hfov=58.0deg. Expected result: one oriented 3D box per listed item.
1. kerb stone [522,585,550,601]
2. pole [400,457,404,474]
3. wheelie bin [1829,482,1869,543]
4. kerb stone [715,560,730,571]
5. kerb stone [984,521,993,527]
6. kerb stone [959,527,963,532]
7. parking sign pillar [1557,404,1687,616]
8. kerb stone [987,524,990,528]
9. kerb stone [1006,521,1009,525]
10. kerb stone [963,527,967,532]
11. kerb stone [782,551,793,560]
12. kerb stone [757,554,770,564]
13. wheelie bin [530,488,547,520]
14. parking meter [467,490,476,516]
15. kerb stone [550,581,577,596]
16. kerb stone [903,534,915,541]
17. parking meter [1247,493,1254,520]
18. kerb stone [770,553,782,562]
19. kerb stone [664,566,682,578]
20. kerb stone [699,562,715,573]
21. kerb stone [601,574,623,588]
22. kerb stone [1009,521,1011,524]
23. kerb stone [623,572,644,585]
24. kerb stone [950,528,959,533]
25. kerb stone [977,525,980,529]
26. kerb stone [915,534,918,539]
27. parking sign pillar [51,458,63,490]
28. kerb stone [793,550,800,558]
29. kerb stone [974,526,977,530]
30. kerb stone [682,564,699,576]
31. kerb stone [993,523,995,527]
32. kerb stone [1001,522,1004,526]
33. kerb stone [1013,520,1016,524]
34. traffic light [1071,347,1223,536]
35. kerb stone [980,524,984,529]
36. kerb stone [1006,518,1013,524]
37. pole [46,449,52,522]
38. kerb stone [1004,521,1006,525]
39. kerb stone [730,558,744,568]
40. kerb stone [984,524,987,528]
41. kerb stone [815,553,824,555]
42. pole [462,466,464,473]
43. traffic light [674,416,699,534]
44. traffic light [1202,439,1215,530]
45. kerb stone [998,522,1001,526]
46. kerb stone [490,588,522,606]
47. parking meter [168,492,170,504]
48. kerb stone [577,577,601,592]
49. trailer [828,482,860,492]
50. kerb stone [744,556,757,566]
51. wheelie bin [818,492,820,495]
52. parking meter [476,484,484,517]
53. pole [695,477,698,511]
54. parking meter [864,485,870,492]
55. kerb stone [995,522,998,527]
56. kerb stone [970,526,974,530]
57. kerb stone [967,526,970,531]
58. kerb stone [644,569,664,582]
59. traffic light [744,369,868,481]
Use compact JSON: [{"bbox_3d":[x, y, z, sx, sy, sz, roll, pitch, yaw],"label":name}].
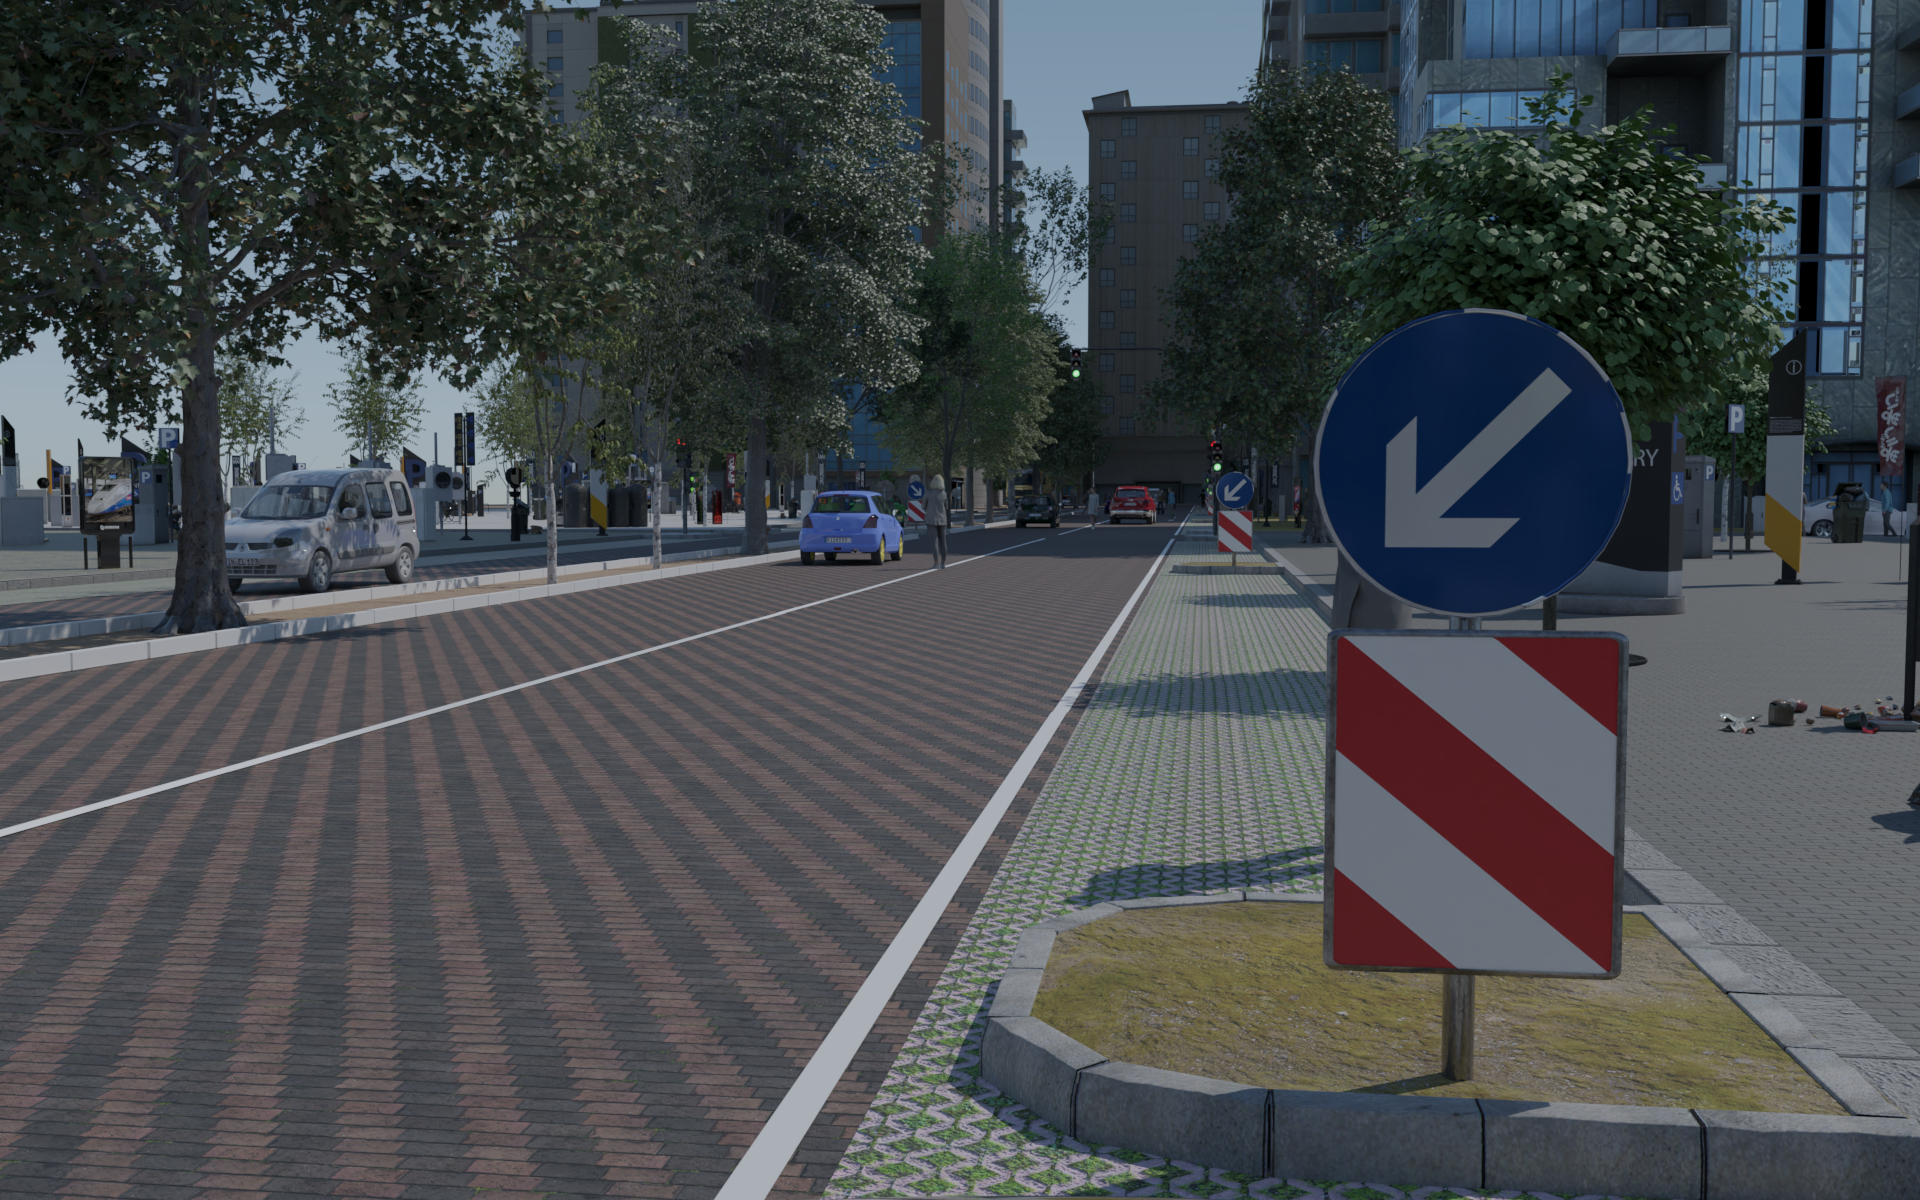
[{"bbox_3d":[-5.879,-0.090,23.669,0.120,0.150,1.000,0,4,8],"label":"kerb stone"},{"bbox_3d":[-30.311,-6.134,94.140,0.158,3.312,0.155,0,3,0],"label":"pole"},{"bbox_3d":[23.398,-2.300,45.508,0.980,1.594,0.693,0,4,-2],"label":"wheelie bin"},{"bbox_3d":[-4.591,-0.644,32.807,0.120,0.150,1.000,0,4,8],"label":"kerb stone"},{"bbox_3d":[1.161,-3.165,73.948,0.120,0.150,1.000,0,4,8],"label":"kerb stone"},{"bbox_3d":[-0.123,-2.605,64.793,0.120,0.150,1.000,0,4,8],"label":"kerb stone"},{"bbox_3d":[7.180,-1.859,18.868,1.447,3.967,1.447,3,5,43],"label":"parking sign pillar"},{"bbox_3d":[1.029,-3.103,72.934,0.120,0.150,1.000,0,4,8],"label":"kerb stone"},{"bbox_3d":[2.015,-3.537,80.028,0.120,0.150,1.000,0,4,8],"label":"kerb stone"},{"bbox_3d":[0.032,-2.665,65.811,0.120,0.150,1.000,0,4,8],"label":"kerb stone"},{"bbox_3d":[-3.887,-0.955,37.871,0.120,0.150,1.000,0,4,8],"label":"kerb stone"},{"bbox_3d":[-4.170,-0.828,35.844,0.120,0.150,1.000,0,4,8],"label":"kerb stone"},{"bbox_3d":[-20.891,-4.786,86.165,0.980,1.594,0.693,0,4,6],"label":"wheelie bin"},{"bbox_3d":[-32.095,-6.468,114.155,0.372,1.533,0.369,0,3,0],"label":"parking meter"},{"bbox_3d":[-5.732,-0.150,24.680,0.120,0.150,1.000,0,4,8],"label":"kerb stone"},{"bbox_3d":[-1.620,-1.950,54.099,0.120,0.150,1.000,0,4,8],"label":"kerb stone"},{"bbox_3d":[14.278,-4.857,85.123,0.255,1.863,0.399,0,4,-5],"label":"parking meter"},{"bbox_3d":[-4.025,-0.897,36.858,0.120,0.150,1.000,0,4,8],"label":"kerb stone"},{"bbox_3d":[-5.027,-0.462,29.750,0.120,0.150,1.000,0,4,8],"label":"kerb stone"},{"bbox_3d":[-4.738,-0.586,31.778,0.120,0.150,1.000,0,4,8],"label":"kerb stone"},{"bbox_3d":[-5.454,-0.276,26.707,0.120,0.150,1.000,0,4,8],"label":"kerb stone"},{"bbox_3d":[2.161,-3.595,81.044,0.120,0.150,1.000,0,4,8],"label":"kerb stone"},{"bbox_3d":[-5.311,-0.338,27.719,0.120,0.150,1.000,0,4,8],"label":"kerb stone"},{"bbox_3d":[-0.258,-2.543,63.778,0.120,0.150,1.000,0,4,8],"label":"kerb stone"},{"bbox_3d":[0.592,-2.916,69.877,0.120,0.150,1.000,0,4,8],"label":"kerb stone"},{"bbox_3d":[-1.469,-2.013,55.110,0.120,0.150,1.000,0,4,8],"label":"kerb stone"},{"bbox_3d":[-65.939,-8.459,126.769,1.447,3.967,1.447,0,4,-7],"label":"parking sign pillar"},{"bbox_3d":[-3.750,-1.018,38.883,0.120,0.150,1.000,0,4,8],"label":"kerb stone"},{"bbox_3d":[0.453,-2.854,68.864,0.120,0.150,1.000,0,4,8],"label":"kerb stone"},{"bbox_3d":[-4.884,-0.524,30.767,0.120,0.150,1.000,0,4,8],"label":"kerb stone"},{"bbox_3d":[1.304,-3.227,74.963,0.120,0.150,1.000,0,4,8],"label":"kerb stone"},{"bbox_3d":[1.731,-3.413,78.004,0.120,0.150,1.000,0,4,8],"label":"kerb stone"},{"bbox_3d":[2.444,-3.723,83.071,0.120,0.150,1.000,0,4,8],"label":"kerb stone"},{"bbox_3d":[5.821,-4.825,53.558,4.771,5.953,1.251,0,4,8],"label":"traffic light"},{"bbox_3d":[0.738,-2.970,70.903,0.120,0.150,1.000,0,4,8],"label":"kerb stone"},{"bbox_3d":[2.302,-3.661,82.058,0.120,0.150,1.000,0,4,8],"label":"kerb stone"},{"bbox_3d":[-41.640,-5.221,79.207,0.158,3.312,0.155,0,3,0],"label":"pole"},{"bbox_3d":[1.865,-3.475,79.017,0.120,0.150,1.000,0,4,8],"label":"kerb stone"},{"bbox_3d":[-4.454,-0.711,33.819,0.120,0.150,1.000,0,4,8],"label":"kerb stone"},{"bbox_3d":[0.875,-3.035,71.917,0.120,0.150,1.000,0,4,8],"label":"kerb stone"},{"bbox_3d":[-3.321,-1.202,41.920,0.120,0.150,1.000,0,4,8],"label":"kerb stone"},{"bbox_3d":[-32.337,-7.277,112.822,0.158,3.312,0.155,0,3,0],"label":"pole"},{"bbox_3d":[-8.846,-4.086,55.729,0.839,4.253,0.868,0,4,8],"label":"traffic light"},{"bbox_3d":[9.012,-4.428,61.317,0.839,4.253,0.868,0,4,8],"label":"traffic light"},{"bbox_3d":[1.592,-3.351,76.991,0.120,0.150,1.000,0,4,8],"label":"kerb stone"},{"bbox_3d":[-6.018,-0.023,22.654,0.120,0.150,1.000,0,4,8],"label":"kerb stone"},{"bbox_3d":[-53.088,-6.746,116.007,0.399,1.863,0.255,3,5,42],"label":"parking meter"},{"bbox_3d":[-5.594,-0.214,25.694,0.120,0.150,1.000,0,4,8],"label":"kerb stone"},{"bbox_3d":[-5.531,-4.518,80.918,1.471,1.999,3.904,0,4,8],"label":"trailer"},{"bbox_3d":[-4.312,-0.773,34.831,0.120,0.150,1.000,0,4,8],"label":"kerb stone"},{"bbox_3d":[-10.128,-6.875,120.320,0.980,1.594,0.693,2,4,28],"label":"wheelie bin"},{"bbox_3d":[-27.042,-5.620,97.594,0.399,1.863,0.255,-1,4,-14],"label":"parking meter"},{"bbox_3d":[-20.249,-8.528,133.274,0.158,3.312,0.155,0,3,0],"label":"pole"},{"bbox_3d":[-6.193,-6.703,115.297,0.399,1.863,0.255,-2,4,-27],"label":"parking meter"},{"bbox_3d":[1.447,-3.288,75.975,0.120,0.150,1.000,0,4,8],"label":"kerb stone"},{"bbox_3d":[0.308,-2.792,67.853,0.120,0.150,1.000,0,4,8],"label":"kerb stone"},{"bbox_3d":[0.160,-2.730,66.828,0.120,0.150,1.000,0,4,8],"label":"kerb stone"},{"bbox_3d":[-5.171,-0.397,28.732,0.120,0.150,1.000,0,4,8],"label":"kerb stone"},{"bbox_3d":[-5.655,-5.426,63.383,4.771,5.953,1.251,0,4,8],"label":"traffic light"}]
